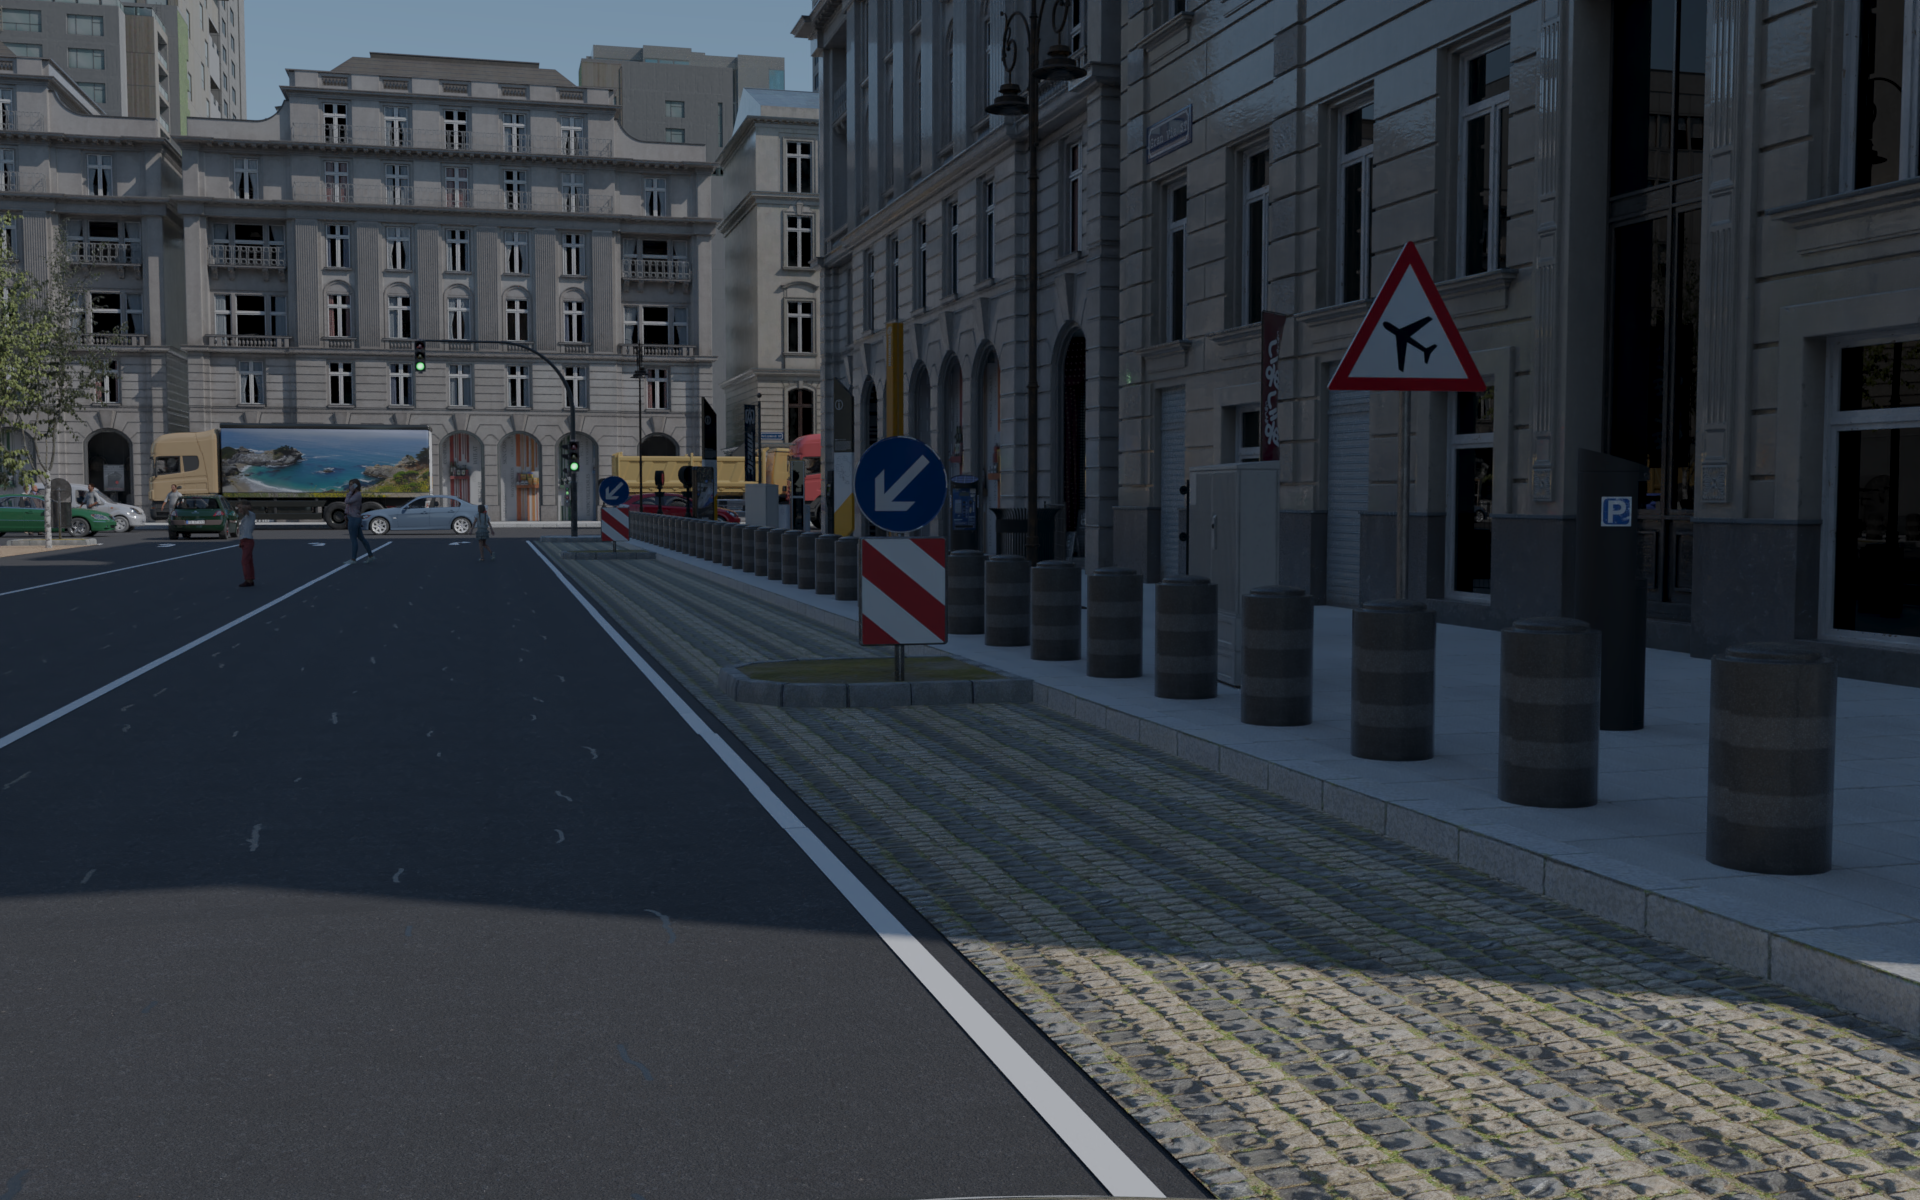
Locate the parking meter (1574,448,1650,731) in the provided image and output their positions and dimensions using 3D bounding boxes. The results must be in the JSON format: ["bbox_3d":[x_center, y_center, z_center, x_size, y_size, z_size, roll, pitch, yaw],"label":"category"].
[{"bbox_3d":[3.573,-0.067,9.509,0.372,1.533,0.369,0,3,0],"label":"parking meter"}]

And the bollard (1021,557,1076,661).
[{"bbox_3d":[0.747,0.076,13.472,0.404,0.777,0.398,0,3,0],"label":"bollard"}]

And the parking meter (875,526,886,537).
[{"bbox_3d":[-1.470,-1.560,33.923,0.372,1.533,0.369,0,3,0],"label":"parking meter"}]

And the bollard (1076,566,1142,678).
[{"bbox_3d":[1.093,0.153,12.223,0.404,0.777,0.398,0,3,0],"label":"bollard"}]

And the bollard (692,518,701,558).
[{"bbox_3d":[-5.087,-1.222,34.698,0.404,0.777,0.398,0,3,0],"label":"bollard"}]

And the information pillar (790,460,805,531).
[{"bbox_3d":[-3.499,-2.006,37.290,0.304,2.012,0.304,-1,4,-11],"label":"information pillar"}]

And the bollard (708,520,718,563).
[{"bbox_3d":[-4.404,-1.070,32.211,0.404,0.777,0.398,0,3,0],"label":"bollard"}]

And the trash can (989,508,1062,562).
[{"bbox_3d":[0.670,-0.376,17.800,0.748,1.137,0.748,0,3,0],"label":"trash can"}]

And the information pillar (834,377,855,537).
[{"bbox_3d":[-2.319,-2.641,34.538,0.504,3.616,0.183,3,4,38],"label":"information pillar"}]

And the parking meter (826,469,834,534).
[{"bbox_3d":[-2.604,-1.889,36.589,0.399,1.863,0.255,-2,4,-27],"label":"parking meter"}]

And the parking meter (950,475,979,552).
[{"bbox_3d":[0.058,-0.863,22.527,0.372,1.533,0.369,0,3,0],"label":"parking meter"}]

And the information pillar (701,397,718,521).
[{"bbox_3d":[-6.062,-3.089,41.864,0.183,3.616,0.504,2,4,32],"label":"information pillar"}]

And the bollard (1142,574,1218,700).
[{"bbox_3d":[1.434,0.229,10.977,0.404,0.777,0.398,0,3,0],"label":"bollard"}]

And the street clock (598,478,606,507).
[{"bbox_3d":[-16.113,-4.515,78.394,0.471,2.002,0.358,-3,5,-44],"label":"street clock"}]

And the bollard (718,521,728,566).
[{"bbox_3d":[-4.058,-0.993,30.958,0.404,0.777,0.398,0,3,0],"label":"bollard"}]

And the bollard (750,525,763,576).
[{"bbox_3d":[-3.027,-0.764,27.216,0.404,0.777,0.398,0,3,0],"label":"bollard"}]

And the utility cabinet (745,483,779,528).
[{"bbox_3d":[-4.187,-1.714,36.707,0.318,1.500,1.173,-2,4,-28],"label":"utility cabinet"}]

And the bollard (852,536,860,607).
[{"bbox_3d":[-0.967,-0.306,19.714,0.404,0.777,0.398,0,3,0],"label":"bollard"}]

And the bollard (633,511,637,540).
[{"bbox_3d":[-8.857,-2.060,48.400,0.404,0.777,0.398,0,3,0],"label":"bollard"}]

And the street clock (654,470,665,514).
[{"bbox_3d":[-9.194,-2.965,53.055,0.358,2.002,0.471,0,4,1],"label":"street clock"}]

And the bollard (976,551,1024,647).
[{"bbox_3d":[0.408,0.000,14.720,0.404,0.777,0.398,0,3,0],"label":"bollard"}]

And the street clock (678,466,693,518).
[{"bbox_3d":[-6.932,-2.421,44.150,0.358,2.002,0.471,3,5,41],"label":"street clock"}]

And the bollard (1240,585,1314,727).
[{"bbox_3d":[1.780,0.305,9.725,0.404,0.777,0.398,0,3,0],"label":"bollard"}]

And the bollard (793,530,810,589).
[{"bbox_3d":[-2.002,-0.536,23.477,0.404,0.777,0.398,0,3,0],"label":"bollard"}]

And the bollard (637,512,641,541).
[{"bbox_3d":[-8.516,-1.984,47.157,0.404,0.777,0.398,0,3,0],"label":"bollard"}]

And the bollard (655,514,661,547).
[{"bbox_3d":[-7.143,-1.678,42.159,0.404,0.777,0.398,0,3,0],"label":"bollard"}]

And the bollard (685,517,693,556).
[{"bbox_3d":[-5.430,-1.298,35.946,0.404,0.777,0.398,0,3,0],"label":"bollard"}]

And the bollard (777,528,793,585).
[{"bbox_3d":[-2.346,-0.612,24.729,0.404,0.777,0.398,0,3,0],"label":"bollard"}]

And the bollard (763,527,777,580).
[{"bbox_3d":[-2.688,-0.688,25.973,0.404,0.777,0.398,0,3,0],"label":"bollard"}]

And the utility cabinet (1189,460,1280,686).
[{"bbox_3d":[1.861,-0.200,11.943,0.318,1.500,1.173,0,4,-8],"label":"utility cabinet"}]

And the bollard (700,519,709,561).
[{"bbox_3d":[-4.746,-1.146,33.455,0.404,0.777,0.398,0,3,0],"label":"bollard"}]

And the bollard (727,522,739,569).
[{"bbox_3d":[-3.717,-0.917,29.715,0.404,0.777,0.398,0,3,0],"label":"bollard"}]

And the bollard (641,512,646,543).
[{"bbox_3d":[-8.174,-1.908,45.914,0.404,0.777,0.398,0,3,0],"label":"bollard"}]

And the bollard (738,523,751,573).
[{"bbox_3d":[-3.375,-0.841,28.472,0.404,0.777,0.398,0,3,0],"label":"bollard"}]

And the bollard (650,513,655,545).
[{"bbox_3d":[-7.485,-1.754,43.402,0.404,0.777,0.398,0,3,0],"label":"bollard"}]

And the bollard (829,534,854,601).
[{"bbox_3d":[-1.315,-0.383,20.979,0.404,0.777,0.398,0,3,0],"label":"bollard"}]

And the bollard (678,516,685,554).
[{"bbox_3d":[-5.773,-1.374,37.188,0.404,0.777,0.398,0,3,0],"label":"bollard"}]

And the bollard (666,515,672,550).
[{"bbox_3d":[-6.459,-1.526,39.673,0.404,0.777,0.398,0,3,0],"label":"bollard"}]

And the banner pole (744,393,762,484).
[{"bbox_3d":[-5.077,-3.224,42.724,0.401,3.779,0.863,2,4,30],"label":"banner pole"}]

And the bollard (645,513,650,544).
[{"bbox_3d":[-7.821,-1.831,44.646,0.404,0.777,0.398,0,3,0],"label":"bollard"}]

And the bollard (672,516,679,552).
[{"bbox_3d":[-6.114,-1.450,38.431,0.404,0.777,0.398,0,3,0],"label":"bollard"}]

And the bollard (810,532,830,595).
[{"bbox_3d":[-1.659,-0.460,22.234,0.404,0.777,0.398,0,3,0],"label":"bollard"}]

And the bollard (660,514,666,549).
[{"bbox_3d":[-6.801,-1.602,40.916,0.404,0.777,0.398,0,3,0],"label":"bollard"}]

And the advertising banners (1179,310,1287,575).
[{"bbox_3d":[2.575,-1.218,16.108,0.090,3.025,2.074,3,4,36],"label":"advertising banners"}]

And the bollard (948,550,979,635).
[{"bbox_3d":[0.066,-0.076,15.963,0.404,0.777,0.398,0,3,0],"label":"bollard"}]

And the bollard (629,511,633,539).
[{"bbox_3d":[-9.204,-2.137,49.655,0.404,0.777,0.398,0,3,0],"label":"bollard"}]
